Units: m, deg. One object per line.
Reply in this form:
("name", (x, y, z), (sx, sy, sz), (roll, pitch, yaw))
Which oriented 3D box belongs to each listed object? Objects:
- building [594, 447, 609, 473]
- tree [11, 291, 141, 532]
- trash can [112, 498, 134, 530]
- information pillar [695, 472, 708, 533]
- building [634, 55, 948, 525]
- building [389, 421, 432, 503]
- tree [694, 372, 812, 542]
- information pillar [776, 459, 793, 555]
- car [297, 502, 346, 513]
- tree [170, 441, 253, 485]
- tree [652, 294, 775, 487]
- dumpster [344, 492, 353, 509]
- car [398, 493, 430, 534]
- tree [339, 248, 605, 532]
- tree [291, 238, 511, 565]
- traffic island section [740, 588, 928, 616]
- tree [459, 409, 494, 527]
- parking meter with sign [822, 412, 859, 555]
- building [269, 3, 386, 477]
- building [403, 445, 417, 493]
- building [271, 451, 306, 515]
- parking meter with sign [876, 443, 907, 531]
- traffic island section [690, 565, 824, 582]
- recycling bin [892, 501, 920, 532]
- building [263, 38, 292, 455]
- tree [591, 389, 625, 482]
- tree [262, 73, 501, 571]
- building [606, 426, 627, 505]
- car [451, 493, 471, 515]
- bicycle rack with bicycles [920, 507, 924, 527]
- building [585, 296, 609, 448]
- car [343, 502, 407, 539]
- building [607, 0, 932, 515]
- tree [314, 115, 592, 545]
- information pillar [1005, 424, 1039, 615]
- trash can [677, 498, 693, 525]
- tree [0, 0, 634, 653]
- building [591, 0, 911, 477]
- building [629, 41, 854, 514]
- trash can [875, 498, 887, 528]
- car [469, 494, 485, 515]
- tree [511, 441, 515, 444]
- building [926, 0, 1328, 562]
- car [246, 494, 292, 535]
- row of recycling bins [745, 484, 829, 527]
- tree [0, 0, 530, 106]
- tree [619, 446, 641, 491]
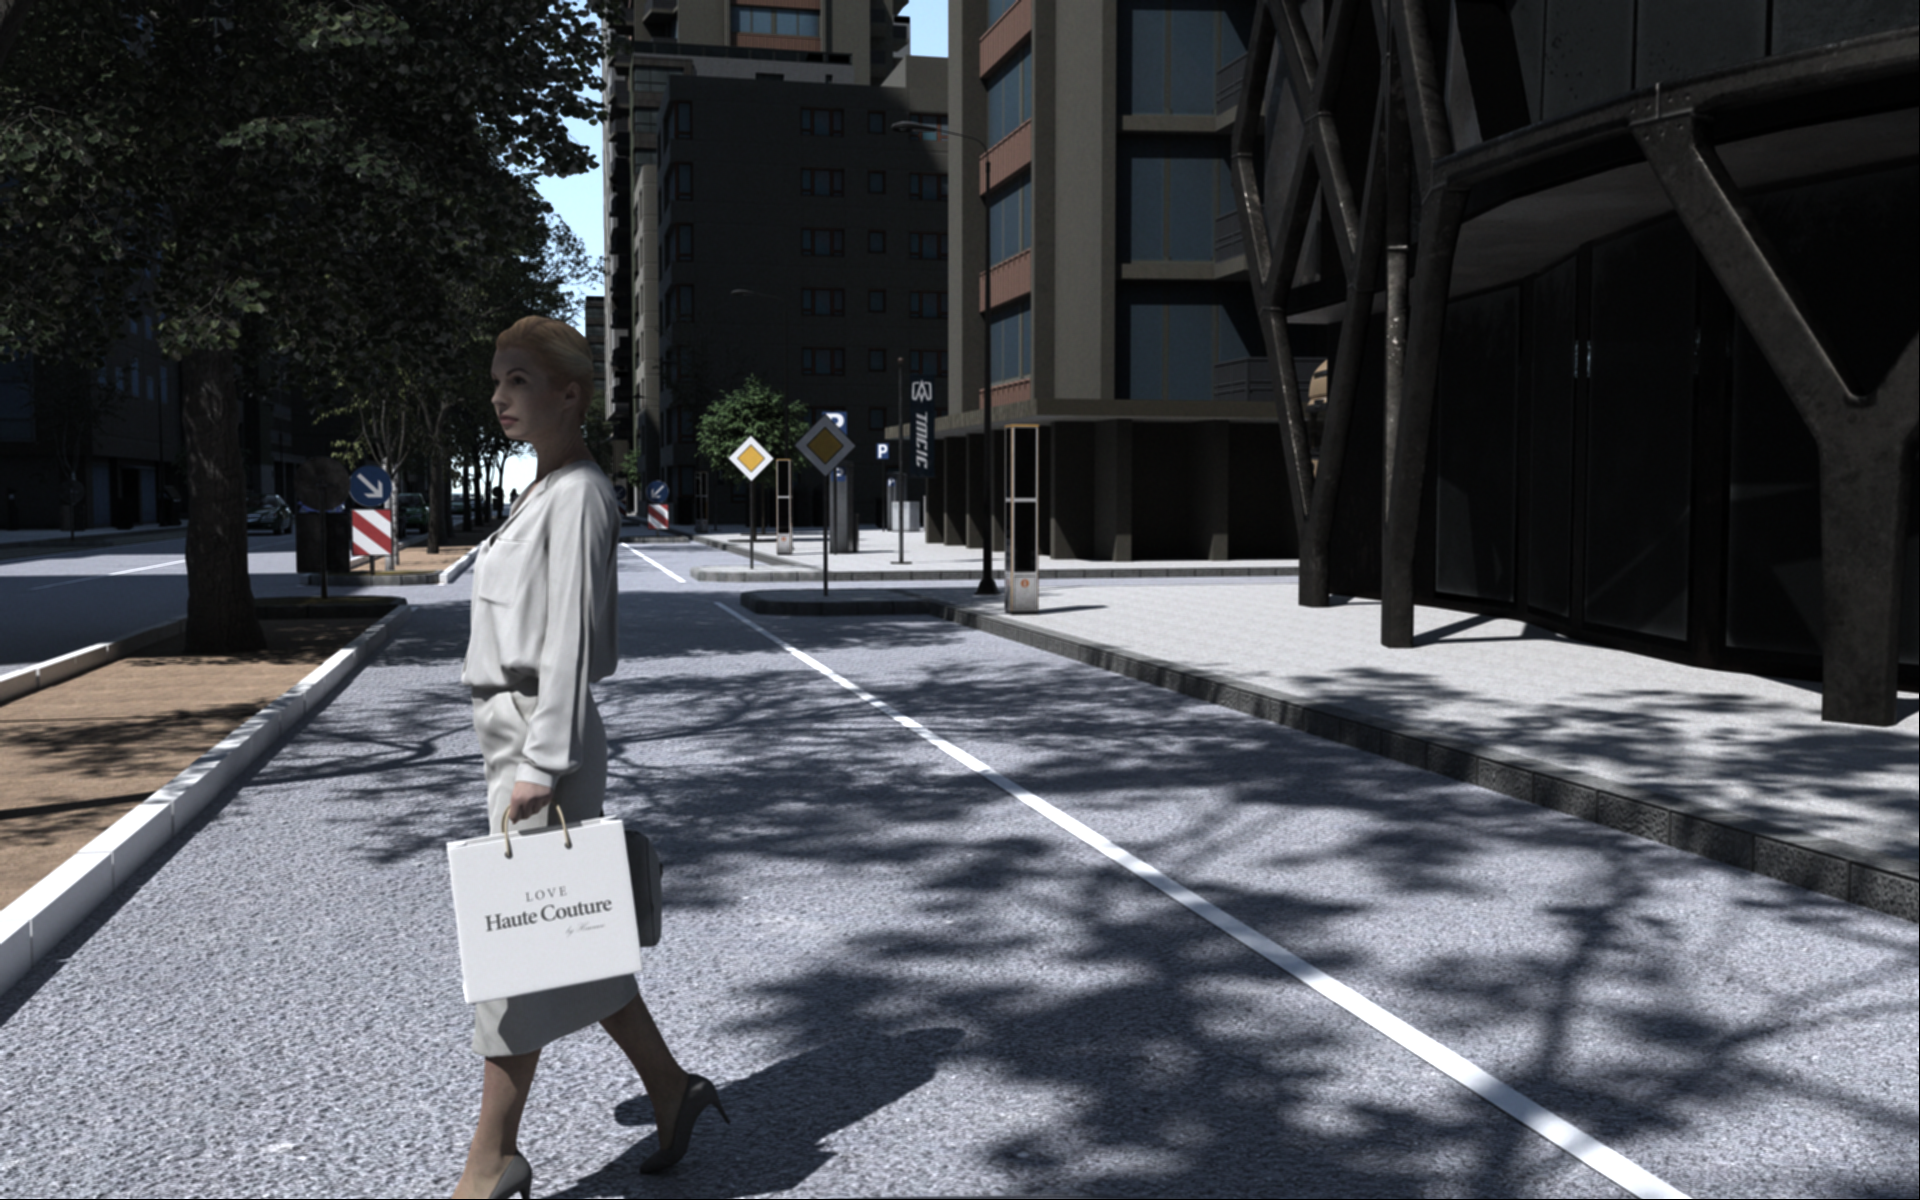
("building", (-37.741, -56.143, 230.609), (22.319, 86.520, 31.000), (-1, 4, -13))
("tree", (-30.326, -6.657, 59.197), (4.360, 8.622, 3.978), (0, 3, 0))
("trash can", (-30.114, -3.102, 62.368), (0.748, 1.137, 0.748), (0, 3, 0))
("information pillar", (-8.509, -3.214, 57.041), (0.304, 2.012, 0.304), (3, 5, 41))
("building", (-1.866, -14.915, 88.901), (27.650, 21.520, 28.899), (-1, 4, -13))
("building", (-80.825, -34.025, 239.907), (14.154, 41.232, 14.086), (-1, 4, -13))
("tree", (-5.477, -3.855, 46.742), (4.285, 4.588, 4.351), (0, 3, 0))
("information pillar", (-3.697, -1.958, 36.503), (0.304, 2.012, 0.304), (0, 4, 3))
("car", (-27.481, -3.978, 74.637), (1.945, 1.707, 3.694), (-1, 4, -15))
("tree", (-34.259, -5.837, 79.152), (4.285, 4.588, 4.351), (0, 3, 0))
("tree", (-9.381, -6.990, 64.644), (4.360, 8.622, 3.978), (0, 3, 0))
("dumpster", (-40.174, -6.460, 113.830), (1.865, 1.857, 1.264), (-1, 4, -13))
("car", (-20.281, -3.318, 63.049), (1.959, 1.807, 4.718), (-1, 4, -15))
("tree", (-18.613, -9.302, 64.911), (12.009, 13.543, 11.850), (0, 3, 0))
("tree", (-11.394, -5.003, 34.614), (4.737, 8.622, 4.395), (0, 3, 0))
("traffic island section", (-1.674, 0.026, 21.853), (2.009, 0.180, 2.903), (-1, 4, -13))
("tree", (-21.411, -9.059, 76.320), (9.928, 11.665, 9.643), (0, 3, 0))
("parking meter with sign", (-2.543, -2.521, 37.475), (0.543, 3.016, 1.738), (0, 4, 7))
("building", (-61.967, -32.166, 149.617), (21.300, 48.544, 21.600), (-1, 4, -13))
("building", (-70.284, -33.530, 198.330), (14.600, 45.320, 14.200), (-1, 4, -13))
("building", (-51.810, -40.777, 104.954), (20.563, 71.187, 20.611), (-1, 4, -13))
("parking meter with sign", (-2.162, -3.903, 60.081), (0.543, 3.016, 1.738), (2, 4, 34))
("traffic island section", (-3.539, -0.449, 29.618), (2.009, 0.180, 2.903), (-1, 4, -13))
("recycling bin", (-1.841, -2.833, 58.867), (0.722, 1.027, 0.722), (2, 4, 29))
("building", (-62.904, -26.560, 126.136), (32.217, 40.220, 23.993), (-1, 4, -13))
("tree", (-38.867, -16.416, 186.521), (7.486, 12.596, 7.792), (0, 3, 0))
("tree", (-9.956, -4.719, 29.979), (4.360, 8.622, 3.978), (0, 3, 0))
("building", (-33.491, -46.933, 205.607), (20.563, 71.187, 20.611), (-1, 4, -13))
("car", (-30.338, -5.821, 103.972), (1.959, 1.807, 4.718), (-1, 4, -13))
("bicycle rack with bicycles", (-1.558, -3.427, 69.418), (2.925, 0.926, 2.852), (-3, 4, -38))
("building", (-47.537, -29.445, 253.126), (14.160, 30.474, 14.107), (-1, 4, -13))
("car", (-19.049, -2.687, 56.514), (1.945, 1.354, 3.894), (-1, 4, -15))
("building", (-16.359, -29.540, 137.610), (22.147, 44.769, 28.867), (-1, 4, -13))
("tree", (-14.450, -7.796, 48.042), (7.486, 12.596, 7.792), (0, 3, 0))
("information pillar", (0.657, -0.855, 18.463), (0.304, 2.012, 0.304), (-1, 4, -12))
("trash can", (-11.364, -3.667, 71.602), (0.748, 1.137, 0.748), (0, 3, 0))
("tree", (-6.669, -6.493, 15.268), (9.857, 13.997, 8.962), (0, 3, 0))
("building", (-20.002, -35.261, 165.762), (28.713, 52.752, 27.495), (-1, 4, -13))
("building", (-14.920, -21.045, 115.780), (14.160, 30.474, 14.107), (-1, 4, -13))
("trash can", (-2.895, -3.313, 65.824), (0.748, 1.137, 0.748), (0, 3, 0))
("car", (-34.450, -6.765, 122.402), (2.131, 1.459, 4.920), (-1, 4, -15))
("tree", (-24.947, -8.488, 91.598), (4.737, 8.622, 4.395), (0, 3, 0))
("building", (12.925, -23.797, 43.707), (28.867, 44.769, 22.147), (-1, 4, -13))
("car", (-24.840, -3.033, 61.390), (2.131, 1.459, 4.920), (-1, 4, -14))
("row of recycling bins", (-6.606, -3.705, 67.684), (3.534, 1.692, 1.069), (-1, 4, -20))
("tree", (-4.323, -4.281, 6.871), (8.767, 10.594, 7.601), (-1, 4, -13))
("tree", (-19.092, -7.463, 105.737), (4.285, 4.588, 4.351), (0, 3, 0))
